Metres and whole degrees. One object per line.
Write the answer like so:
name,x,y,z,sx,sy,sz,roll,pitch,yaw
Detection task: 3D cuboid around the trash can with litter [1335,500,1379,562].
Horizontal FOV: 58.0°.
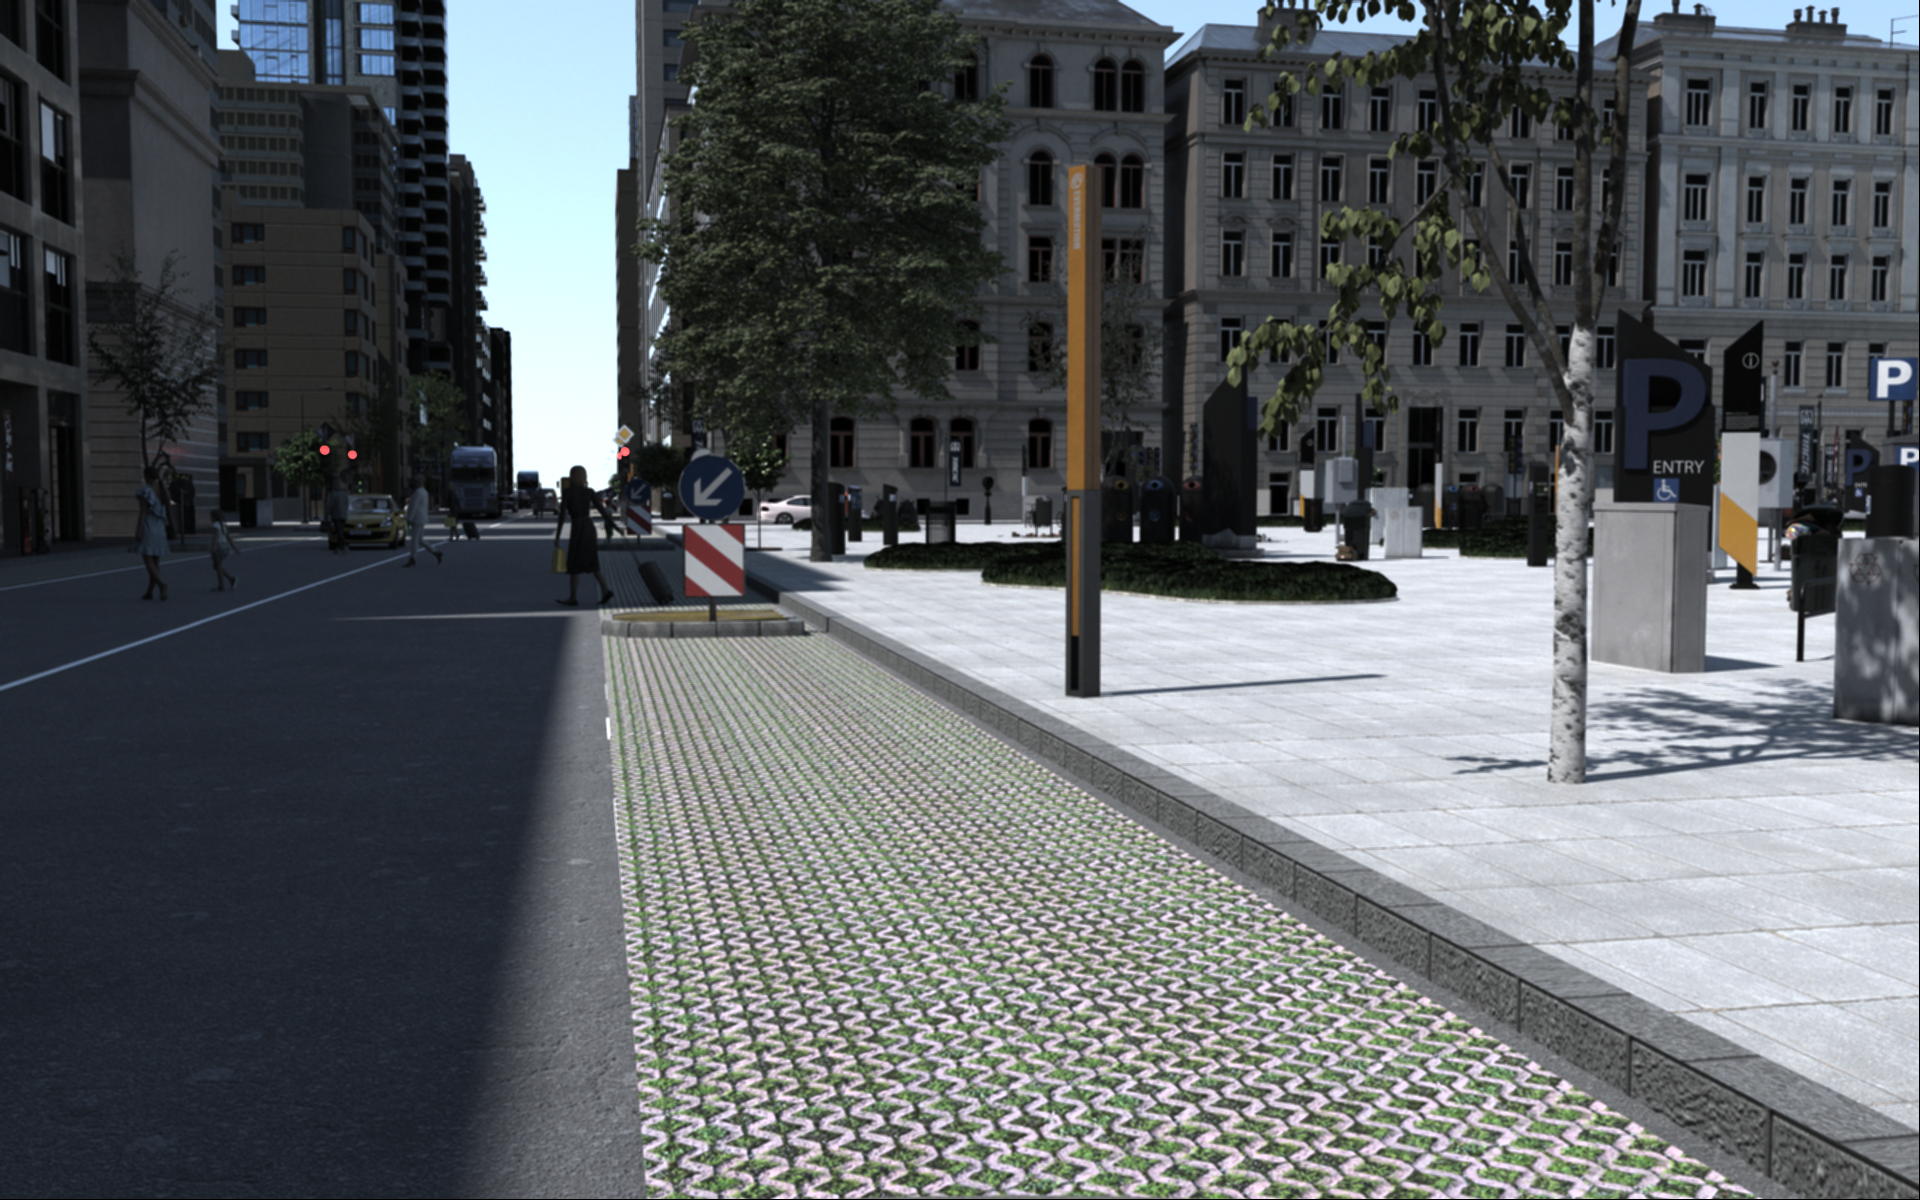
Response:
trash can with litter,7.597,-1.336,33.229,0.624,1.170,1.055,2,4,30

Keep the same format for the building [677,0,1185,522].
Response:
building,-2.102,-18.411,88.406,23.554,28.519,14.401,-1,4,-12

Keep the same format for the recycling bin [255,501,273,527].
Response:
recycling bin,-27.246,-3.358,67.461,0.722,1.027,0.722,-3,4,-38

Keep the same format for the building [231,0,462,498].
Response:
building,-64.492,-53.226,182.921,22.319,86.520,31.000,-1,4,-12

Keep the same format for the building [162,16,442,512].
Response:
building,-64.180,-28.373,155.776,32.217,40.220,23.993,-1,4,-12

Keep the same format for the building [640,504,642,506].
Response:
building,-20.167,-30.859,196.424,32.217,40.220,23.993,-1,4,-12

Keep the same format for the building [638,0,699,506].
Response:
building,-20.540,-38.358,169.146,21.231,58.520,28.212,-1,4,-12

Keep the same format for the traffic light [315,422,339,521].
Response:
traffic light,-24.596,-4.793,67.288,0.839,4.253,0.868,-1,4,-12

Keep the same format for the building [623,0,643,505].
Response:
building,-31.731,-47.556,215.787,20.563,71.187,20.611,-1,4,-12

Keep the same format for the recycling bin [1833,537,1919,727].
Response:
recycling bin,5.486,0.166,9.837,0.722,1.027,0.722,-3,4,-39

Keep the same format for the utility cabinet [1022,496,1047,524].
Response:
utility cabinet,3.185,-3.841,73.956,1.020,1.237,0.306,0,4,4

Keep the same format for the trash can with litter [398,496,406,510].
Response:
trash can with litter,-37.407,-6.468,117.141,0.624,1.170,1.055,2,4,29

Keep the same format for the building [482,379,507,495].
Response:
building,-86.081,-26.094,271.672,27.650,21.520,28.899,-1,4,-12

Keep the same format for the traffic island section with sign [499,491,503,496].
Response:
traffic island section with sign,-52.867,-11.671,199.443,1.989,1.847,2.006,-1,4,-12

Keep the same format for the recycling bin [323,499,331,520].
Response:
recycling bin,-31.265,-4.509,86.271,0.722,1.027,0.722,-2,4,-30

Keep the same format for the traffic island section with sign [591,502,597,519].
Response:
traffic island section with sign,-8.371,-2.189,44.425,1.989,1.847,2.006,-1,4,-12

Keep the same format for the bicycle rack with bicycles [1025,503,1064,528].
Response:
bicycle rack with bicycles,3.526,-3.270,66.854,2.852,0.926,2.925,2,4,28

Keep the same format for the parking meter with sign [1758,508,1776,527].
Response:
parking meter with sign,31.095,-4.311,66.742,1.738,3.016,0.543,1,4,21

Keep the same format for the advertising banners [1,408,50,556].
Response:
advertising banners,-19.509,-2.444,36.145,0.090,3.025,2.074,0,4,-6

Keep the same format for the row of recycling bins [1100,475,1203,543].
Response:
row of recycling bins,4.763,-1.907,38.295,3.534,1.692,1.069,1,4,17

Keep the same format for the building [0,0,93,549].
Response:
building,-29.676,-13.680,28.190,19.350,26.468,34.151,-1,4,-12

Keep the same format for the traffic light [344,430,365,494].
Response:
traffic light,-26.265,-5.271,75.097,0.839,4.253,0.868,-1,4,-12

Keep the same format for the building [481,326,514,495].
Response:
building,-83.489,-31.939,293.896,14.160,30.474,14.107,-1,4,-12

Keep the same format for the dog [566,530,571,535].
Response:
dog,-13.685,-2.712,61.170,0.800,0.831,0.513,-3,5,-45

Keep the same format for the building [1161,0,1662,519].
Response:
building,22.077,-18.009,91.706,25.104,27.353,12.463,-1,4,-12

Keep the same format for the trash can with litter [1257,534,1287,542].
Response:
trash can with litter,8.052,-2.384,50.042,2.233,1.210,1.678,-3,5,-41

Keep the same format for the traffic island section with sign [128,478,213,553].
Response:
traffic island section with sign,-19.488,-2.118,43.255,1.989,1.847,2.006,-1,4,-12

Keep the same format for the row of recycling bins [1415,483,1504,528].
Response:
row of recycling bins,19.015,-3.603,66.016,3.534,1.692,1.069,-1,4,-13

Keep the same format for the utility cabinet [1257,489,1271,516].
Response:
utility cabinet,14.328,-4.558,83.200,1.173,1.500,0.318,2,4,23

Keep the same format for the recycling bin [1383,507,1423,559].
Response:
recycling bin,8.882,-1.356,34.732,0.722,1.027,0.722,1,4,11

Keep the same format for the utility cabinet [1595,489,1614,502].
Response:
utility cabinet,26.375,-3.765,70.236,1.173,1.500,0.318,3,5,45

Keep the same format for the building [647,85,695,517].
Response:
building,-10.614,-19.087,116.588,19.350,26.468,34.151,-1,4,-12

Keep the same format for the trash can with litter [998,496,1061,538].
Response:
trash can with litter,2.214,-2.478,51.576,2.233,1.210,1.678,2,4,33

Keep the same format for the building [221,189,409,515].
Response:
building,-53.108,-16.632,116.966,27.650,21.520,28.899,-1,4,-12

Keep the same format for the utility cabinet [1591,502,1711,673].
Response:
utility cabinet,5.115,-0.104,12.867,0.306,1.237,1.020,-1,4,-13

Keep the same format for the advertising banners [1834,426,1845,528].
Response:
advertising banners,22.168,-2.905,43.691,0.090,3.025,2.074,1,4,22

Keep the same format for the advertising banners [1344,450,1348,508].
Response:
advertising banners,15.201,-4.402,68.158,0.090,3.025,2.074,1,4,15

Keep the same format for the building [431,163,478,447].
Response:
building,-65.645,-32.046,207.538,14.154,41.232,14.086,-1,4,-12

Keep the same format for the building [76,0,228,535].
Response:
building,-38.165,-13.162,57.007,24.055,21.916,13.314,-1,4,-12

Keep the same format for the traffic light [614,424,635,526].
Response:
traffic light,-13.488,-4.939,69.669,0.839,4.253,0.868,-1,4,-12

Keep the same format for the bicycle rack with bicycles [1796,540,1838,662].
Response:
bicycle rack with bicycles,7.885,-0.001,13.405,2.852,0.926,2.925,3,5,41

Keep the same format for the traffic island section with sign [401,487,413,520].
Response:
traffic island section with sign,-31.108,-5.443,97.622,1.989,1.847,2.006,-1,4,-12

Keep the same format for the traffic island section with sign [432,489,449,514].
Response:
traffic island section with sign,-36.745,-7.055,123.984,1.989,1.847,2.006,-1,4,-12

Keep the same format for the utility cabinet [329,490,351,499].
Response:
utility cabinet,-36.193,-5.657,101.163,1.173,1.500,0.318,0,4,6

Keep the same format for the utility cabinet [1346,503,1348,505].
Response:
utility cabinet,12.331,-2.556,52.952,1.020,1.237,0.306,0,4,-3

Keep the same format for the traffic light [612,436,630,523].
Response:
traffic light,-15.157,-5.416,77.478,0.839,4.253,0.868,-1,4,-12

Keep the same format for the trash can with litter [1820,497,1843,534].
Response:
trash can with litter,20.144,-1.736,39.444,1.678,1.210,2.233,-2,4,-33

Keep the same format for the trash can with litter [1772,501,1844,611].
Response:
trash can with litter,9.347,-0.474,19.130,0.624,1.170,1.055,1,4,14

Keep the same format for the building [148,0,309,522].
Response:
building,-49.385,-23.863,82.033,32.217,40.220,23.993,-1,4,-12

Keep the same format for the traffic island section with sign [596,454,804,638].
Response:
traffic island section with sign,-2.736,-0.577,18.063,1.989,1.847,2.006,-1,4,-12

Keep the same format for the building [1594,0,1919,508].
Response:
building,44.007,-19.041,97.227,20.117,28.700,13.634,-1,4,-12

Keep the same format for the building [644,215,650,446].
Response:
building,-18.929,-21.836,142.917,13.634,28.700,20.117,-1,4,-12

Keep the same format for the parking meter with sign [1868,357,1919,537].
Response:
parking meter with sign,11.661,-1.540,21.432,0.543,3.016,1.738,1,4,19

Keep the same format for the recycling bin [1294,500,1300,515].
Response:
recycling bin,13.987,-3.554,70.663,0.722,1.027,0.722,1,4,11

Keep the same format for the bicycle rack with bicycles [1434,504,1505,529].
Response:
bicycle rack with bicycles,17.831,-2.927,61.239,2.852,0.926,2.925,3,5,41
